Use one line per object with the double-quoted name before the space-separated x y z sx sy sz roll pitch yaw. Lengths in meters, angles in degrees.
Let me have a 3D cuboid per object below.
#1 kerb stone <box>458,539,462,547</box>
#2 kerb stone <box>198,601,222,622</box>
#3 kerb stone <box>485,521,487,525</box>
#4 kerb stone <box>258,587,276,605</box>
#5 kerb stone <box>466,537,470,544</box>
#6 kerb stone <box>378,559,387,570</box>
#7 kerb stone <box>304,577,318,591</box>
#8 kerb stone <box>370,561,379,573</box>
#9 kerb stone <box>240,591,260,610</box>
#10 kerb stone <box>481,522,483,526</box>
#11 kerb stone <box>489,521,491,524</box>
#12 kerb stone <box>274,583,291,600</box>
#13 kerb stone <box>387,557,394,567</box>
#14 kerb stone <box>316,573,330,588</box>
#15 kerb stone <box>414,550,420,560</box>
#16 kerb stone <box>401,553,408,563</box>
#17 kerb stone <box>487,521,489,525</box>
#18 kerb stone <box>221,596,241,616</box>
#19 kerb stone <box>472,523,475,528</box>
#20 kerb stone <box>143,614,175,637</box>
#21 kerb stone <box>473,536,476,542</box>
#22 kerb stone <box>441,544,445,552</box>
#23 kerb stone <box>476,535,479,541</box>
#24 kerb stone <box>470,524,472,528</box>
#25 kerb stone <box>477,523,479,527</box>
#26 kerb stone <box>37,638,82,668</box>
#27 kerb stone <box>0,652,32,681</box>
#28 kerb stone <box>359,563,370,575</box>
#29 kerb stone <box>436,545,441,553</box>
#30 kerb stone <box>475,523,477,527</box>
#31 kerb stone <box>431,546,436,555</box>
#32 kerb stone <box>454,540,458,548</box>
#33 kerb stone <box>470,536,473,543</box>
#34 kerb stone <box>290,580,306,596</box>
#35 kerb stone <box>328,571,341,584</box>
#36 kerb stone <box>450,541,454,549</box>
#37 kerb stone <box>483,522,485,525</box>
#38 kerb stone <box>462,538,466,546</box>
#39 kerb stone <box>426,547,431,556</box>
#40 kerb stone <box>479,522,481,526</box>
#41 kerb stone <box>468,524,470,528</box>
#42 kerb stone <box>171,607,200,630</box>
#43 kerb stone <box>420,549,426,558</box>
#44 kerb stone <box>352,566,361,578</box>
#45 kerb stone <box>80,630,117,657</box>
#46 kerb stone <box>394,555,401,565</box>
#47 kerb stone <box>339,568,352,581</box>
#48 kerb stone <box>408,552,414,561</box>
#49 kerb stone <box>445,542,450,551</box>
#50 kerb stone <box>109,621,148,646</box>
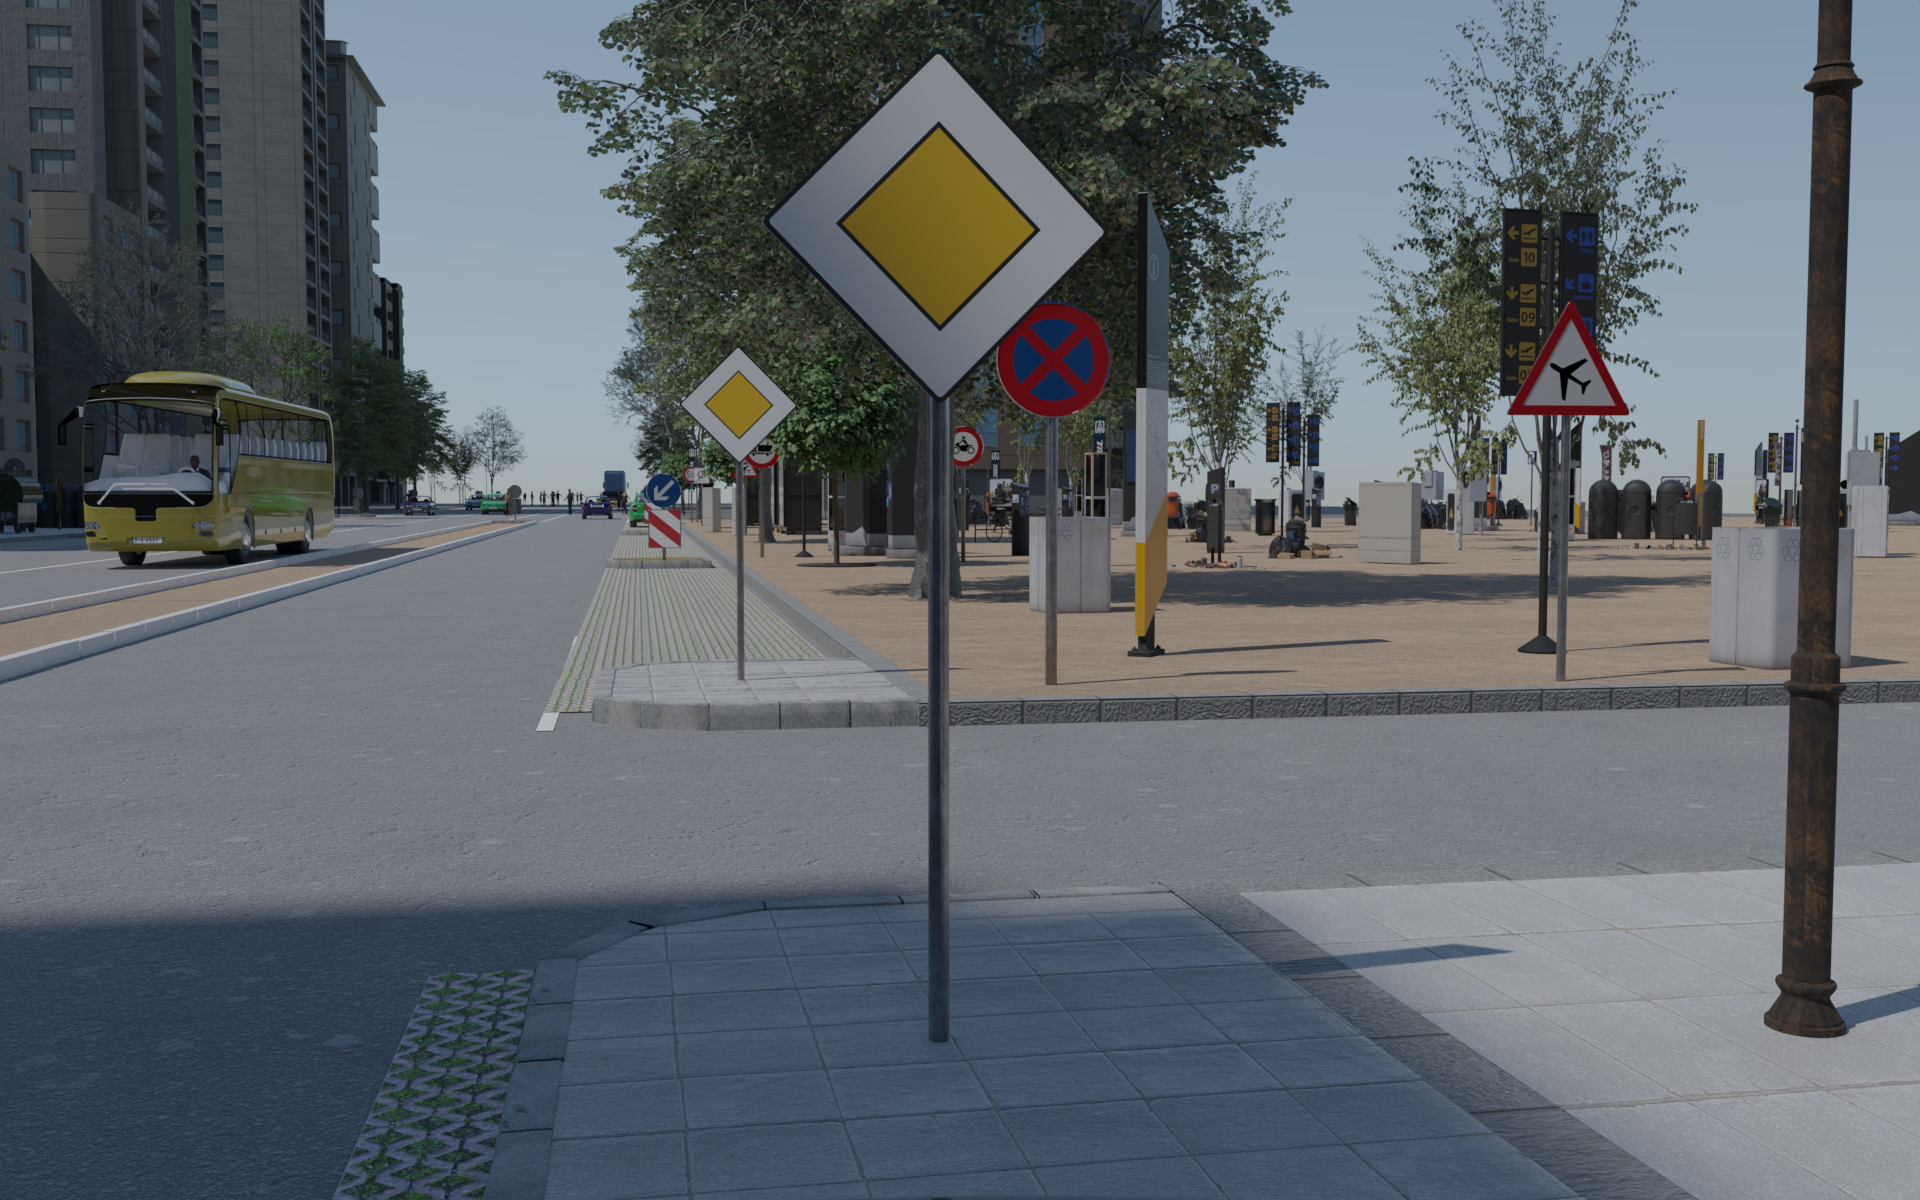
"kerb stone" -13.681 -1.514 46.950 0.120 0.150 1.000 -1 4 -10
"kerb stone" -8.618 0.151 19.734 0.120 0.150 1.000 -1 4 -10
"kerb stone" -21.722 -3.462 78.791 0.120 0.150 1.000 -1 4 -10
"kerb stone" -9.185 -0.034 22.753 0.120 0.150 1.000 -1 4 -10
"kerb stone" -14.048 -1.635 48.961 0.120 0.150 1.000 -1 4 -10
"kerb stone" -11.056 -0.651 32.838 0.120 0.150 1.000 -1 4 -10
"kerb stone" -9.745 -0.219 25.775 0.120 0.150 1.000 -1 4 -10
"kerb stone" -10.866 -0.586 31.834 0.120 0.150 1.000 -1 4 -10
"kerb stone" -8.996 0.027 21.749 0.120 0.150 1.000 -1 4 -10
"kerb stone" -21.350 -3.338 76.772 0.120 0.150 1.000 -1 4 -10
"kerb stone" -22.099 -3.585 80.810 0.120 0.150 1.000 -1 4 -10
"kerb stone" -9.371 -0.096 23.760 0.120 0.150 1.000 -1 4 -10
"kerb stone" -11.242 -0.712 33.843 0.120 0.150 1.000 -1 4 -10
"kerb stone" -9.937 -0.279 26.792 0.120 0.150 1.000 -1 4 -10
"kerb stone" -11.997 -0.959 37.879 0.120 0.150 1.000 -1 4 -10
"kerb stone" -11.621 -0.836 35.867 0.120 0.150 1.000 -1 4 -10
"kerb stone" -21.909 -3.520 79.799 0.120 0.150 1.000 -1 4 -10
"kerb stone" -8.812 0.089 20.737 0.120 0.150 1.000 -1 4 -10
"kerb stone" -20.590 -3.089 72.735 0.120 0.150 1.000 -1 4 -10
"kerb stone" -8.248 0.274 17.716 0.120 0.150 1.000 -1 4 -10
"kerb stone" -14.428 -1.760 50.983 0.120 0.150 1.000 -1 4 -10
"kerb stone" -12.937 -1.268 42.922 0.120 0.150 1.000 -1 4 -10
"kerb stone" -14.609 -1.822 51.989 0.120 0.150 1.000 -1 4 -10
"kerb stone" -20.412 -3.029 71.725 0.120 0.150 1.000 -1 4 -10
"kerb stone" -20.969 -3.211 74.750 0.120 0.150 1.000 -1 4 -10
"kerb stone" -7.696 0.458 14.700 0.120 0.150 1.000 -1 4 -10
"kerb stone" -7.499 0.520 13.687 0.120 0.150 1.000 -1 4 -10
"kerb stone" -10.681 -0.528 30.827 0.120 0.150 1.000 -1 4 -10
"kerb stone" -12.740 -1.201 41.916 0.120 0.150 1.000 -1 4 -10
"kerb stone" -20.781 -3.153 73.745 0.120 0.150 1.000 -1 4 -10
"kerb stone" -12.552 -1.141 40.900 0.120 0.150 1.000 -1 4 -10
"kerb stone" -13.493 -1.453 45.946 0.120 0.150 1.000 -1 4 -10
"kerb stone" -14.237 -1.699 49.971 0.120 0.150 1.000 -1 4 -10
"kerb stone" -9.554 -0.157 24.771 0.120 0.150 1.000 -1 4 -10
"kerb stone" -10.127 -0.343 27.805 0.120 0.150 1.000 -1 4 -10
"kerb stone" -13.306 -1.391 44.940 0.120 0.150 1.000 -1 4 -10
"kerb stone" -21.535 -3.400 77.787 0.120 0.150 1.000 -1 4 -10
"kerb stone" -13.864 -1.572 47.956 0.120 0.150 1.000 -1 4 -10
"kerb stone" -12.362 -1.082 39.891 0.120 0.150 1.000 -1 4 -10
"kerb stone" -21.165 -3.274 75.767 0.120 0.150 1.000 -1 4 -10
"kerb stone" -20.230 -2.968 70.717 0.120 0.150 1.000 -1 4 -10
"kerb stone" -8.434 0.213 18.721 0.120 0.150 1.000 -1 4 -10
"kerb stone" -12.179 -1.021 38.885 0.120 0.150 1.000 -1 4 -10
"kerb stone" -10.500 -0.462 29.819 0.120 0.150 1.000 -1 4 -10
"kerb stone" -7.880 0.405 15.706 0.120 0.150 1.000 -1 4 -10
"kerb stone" -11.430 -0.769 34.854 0.120 0.150 1.000 -1 4 -10
"kerb stone" -10.306 -0.404 28.811 0.120 0.150 1.000 -1 4 -10
"kerb stone" -11.804 -0.898 36.875 0.120 0.150 1.000 -1 4 -10
"kerb stone" -13.115 -1.329 43.931 0.120 0.150 1.000 -1 4 -10
"kerb stone" -8.064 0.337 16.711 0.120 0.150 1.000 -1 4 -10
